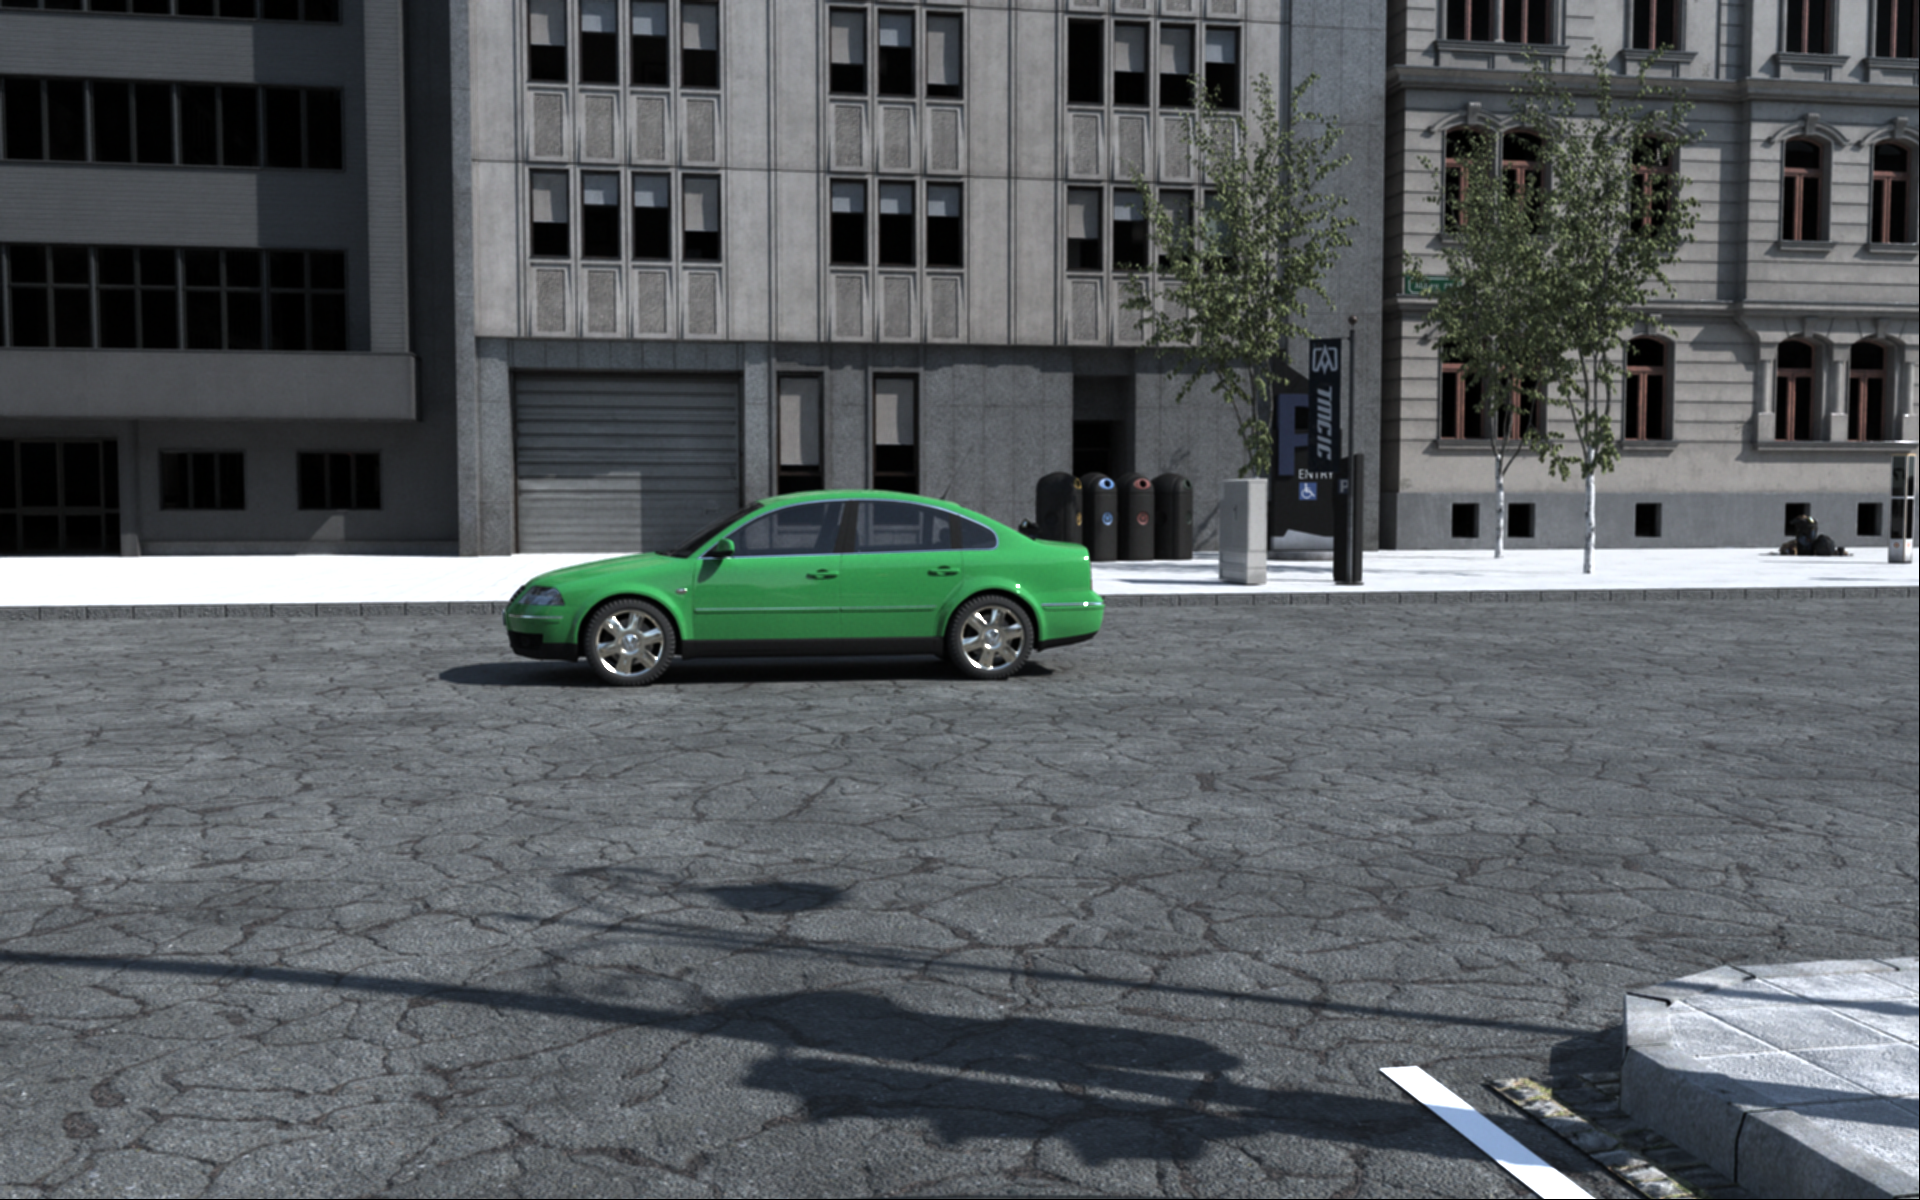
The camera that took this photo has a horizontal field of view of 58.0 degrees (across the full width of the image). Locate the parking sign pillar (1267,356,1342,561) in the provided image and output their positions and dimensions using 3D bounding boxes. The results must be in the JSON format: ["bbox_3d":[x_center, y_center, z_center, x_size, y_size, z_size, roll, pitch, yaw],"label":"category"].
[{"bbox_3d":[6.744,-2.768,33.736,1.447,3.967,1.447,0,4,2],"label":"parking sign pillar"}]

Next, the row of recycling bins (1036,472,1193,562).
[{"bbox_3d":[2.953,-1.599,33.250,3.534,1.692,1.069,-2,4,-33],"label":"row of recycling bins"}]

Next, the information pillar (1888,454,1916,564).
[{"bbox_3d":[17.411,-1.683,32.016,0.304,2.012,0.304,-2,4,-34],"label":"information pillar"}]

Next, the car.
[{"bbox_3d":[-1.230,-0.310,13.867,4.718,1.807,1.959,-1,4,-10],"label":"car"}]

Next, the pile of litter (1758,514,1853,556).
[{"bbox_3d":[17.753,-1.368,36.332,1.176,0.858,1.719,-3,4,-38],"label":"pile of litter"}]

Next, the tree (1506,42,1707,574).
[{"bbox_3d":[9.938,-4.731,27.722,4.737,8.622,4.395,0,3,0],"label":"tree"}]

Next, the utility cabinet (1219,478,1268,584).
[{"bbox_3d":[4.037,-0.986,24.805,0.318,1.500,1.173,-1,4,-11],"label":"utility cabinet"}]

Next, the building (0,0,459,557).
[{"bbox_3d":[-26.260,-13.436,38.741,30.058,24.678,14.314,-1,4,-10],"label":"building"}]

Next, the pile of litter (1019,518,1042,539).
[{"bbox_3d":[1.484,-1.027,30.760,1.176,0.858,1.719,1,4,11],"label":"pile of litter"}]

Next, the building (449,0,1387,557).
[{"bbox_3d":[-1.477,-13.708,42.143,19.932,24.808,12.078,-1,4,-10],"label":"building"}]

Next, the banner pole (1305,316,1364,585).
[{"bbox_3d":[5.306,-2.109,24.504,0.863,3.779,0.401,2,4,29],"label":"banner pole"}]

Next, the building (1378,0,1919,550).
[{"bbox_3d":[19.781,-15.858,46.661,23.554,28.519,14.401,-1,4,-10],"label":"building"}]

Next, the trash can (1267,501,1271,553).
[{"bbox_3d":[6.133,-1.479,35.836,0.748,1.137,0.748,0,3,0],"label":"trash can"}]

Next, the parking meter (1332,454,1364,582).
[{"bbox_3d":[5.676,-1.202,25.368,0.399,1.863,0.255,3,4,39],"label":"parking meter"}]

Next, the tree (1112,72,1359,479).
[{"bbox_3d":[4.868,-4.845,29.574,4.737,8.622,4.395,0,3,0],"label":"tree"}]

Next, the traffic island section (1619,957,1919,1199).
[{"bbox_3d":[2.662,1.159,3.336,2.009,0.180,2.903,-1,4,-10],"label":"traffic island section"}]
